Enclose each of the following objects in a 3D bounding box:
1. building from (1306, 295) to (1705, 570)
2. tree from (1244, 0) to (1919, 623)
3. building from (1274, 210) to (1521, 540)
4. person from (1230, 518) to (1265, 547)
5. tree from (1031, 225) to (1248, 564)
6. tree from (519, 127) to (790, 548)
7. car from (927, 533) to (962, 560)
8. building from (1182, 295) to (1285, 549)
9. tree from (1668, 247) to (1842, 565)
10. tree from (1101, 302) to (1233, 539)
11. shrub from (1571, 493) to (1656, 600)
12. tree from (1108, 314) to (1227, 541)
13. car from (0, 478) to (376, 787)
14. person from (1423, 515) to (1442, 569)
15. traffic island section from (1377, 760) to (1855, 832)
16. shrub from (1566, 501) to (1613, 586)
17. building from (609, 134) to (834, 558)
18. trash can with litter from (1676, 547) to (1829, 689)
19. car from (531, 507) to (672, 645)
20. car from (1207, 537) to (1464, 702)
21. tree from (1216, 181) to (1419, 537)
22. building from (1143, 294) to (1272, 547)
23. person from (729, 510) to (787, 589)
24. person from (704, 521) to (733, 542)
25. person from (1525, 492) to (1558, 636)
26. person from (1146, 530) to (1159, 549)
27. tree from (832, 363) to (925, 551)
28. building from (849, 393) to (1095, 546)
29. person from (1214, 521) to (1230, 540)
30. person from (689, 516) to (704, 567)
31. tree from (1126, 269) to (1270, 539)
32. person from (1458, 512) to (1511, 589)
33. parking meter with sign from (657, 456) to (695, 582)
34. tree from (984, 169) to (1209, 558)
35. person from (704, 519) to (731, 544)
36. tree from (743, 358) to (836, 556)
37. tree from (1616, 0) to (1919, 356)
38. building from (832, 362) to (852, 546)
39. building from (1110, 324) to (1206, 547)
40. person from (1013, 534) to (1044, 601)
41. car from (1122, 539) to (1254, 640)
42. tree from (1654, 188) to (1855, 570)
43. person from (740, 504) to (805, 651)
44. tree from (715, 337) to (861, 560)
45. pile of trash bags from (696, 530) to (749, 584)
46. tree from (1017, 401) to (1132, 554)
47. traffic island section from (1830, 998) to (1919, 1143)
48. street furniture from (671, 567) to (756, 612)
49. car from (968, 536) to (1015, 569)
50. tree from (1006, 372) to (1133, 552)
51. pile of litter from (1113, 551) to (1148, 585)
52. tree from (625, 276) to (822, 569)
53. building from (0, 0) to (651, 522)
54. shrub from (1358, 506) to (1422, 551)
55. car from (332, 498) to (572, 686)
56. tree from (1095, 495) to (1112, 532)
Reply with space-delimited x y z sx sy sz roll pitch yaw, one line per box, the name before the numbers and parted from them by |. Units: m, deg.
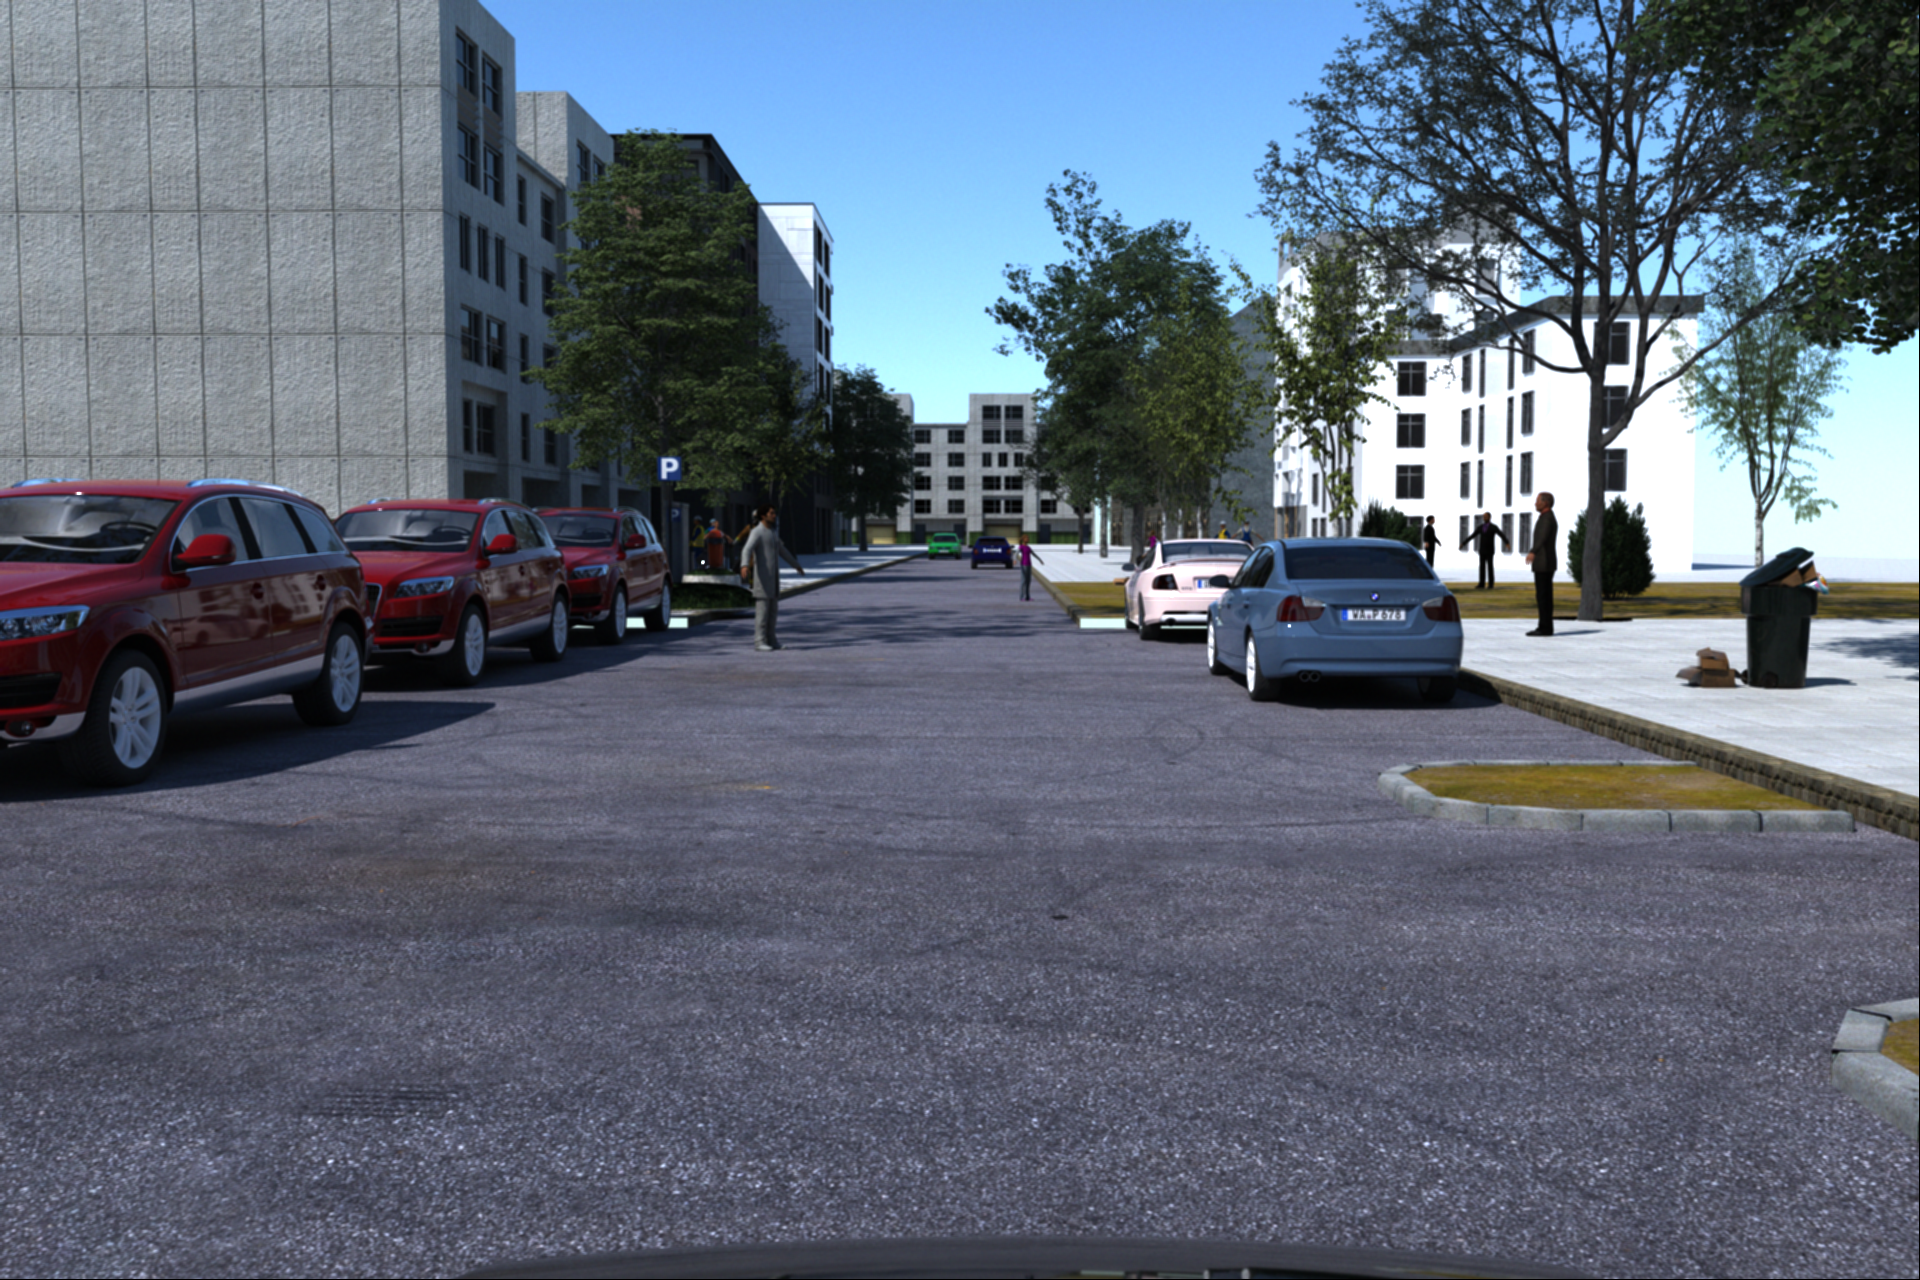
building | 21.923 -8.134 75.135 9.099 9.664 28.070 0 4 1
tree | 9.506 -7.030 25.311 12.009 13.543 11.850 0 3 0
building | 24.913 -15.388 108.007 16.016 20.090 11.380 0 4 1
person | 9.932 -3.314 60.037 1.347 1.847 0.705 1 4 9
tree | 7.620 -10.181 73.118 9.857 13.997 8.962 0 3 0
tree | -8.702 -8.030 49.424 7.486 12.596 7.792 0 3 0
car | -0.840 -5.458 98.038 1.959 1.807 4.718 0 4 2
building | 29.454 -19.403 148.174 19.493 23.208 18.063 0 4 1
tree | 20.616 -5.737 44.168 4.360 8.622 3.978 0 3 0
tree | 7.161 -6.365 54.423 4.360 8.622 3.978 0 3 0
shrub | 12.745 -1.817 33.752 1.661 2.075 1.752 0 3 0
tree | 6.747 -6.647 59.043 4.360 8.622 3.978 0 3 0
car | -5.652 -0.175 11.528 2.281 1.827 5.304 0 4 2
person | 13.151 -2.578 48.332 0.705 1.806 1.347 2 4 32
traffic island section | 3.330 0.828 9.336 1.991 0.108 1.994 0 4 2
shrub | 15.239 -2.273 41.210 1.661 2.075 1.752 0 3 0
building | -22.981 -15.977 105.193 27.936 21.610 32.646 0 4 1
trash can with litter | 6.613 -0.188 14.466 1.055 1.170 0.624 0 4 1
car | -5.366 -0.945 24.121 2.281 1.827 5.304 0 4 1
car | 3.382 -0.252 16.119 2.014 1.417 4.499 0 4 1
tree | 7.491 -5.193 35.270 4.737 8.622 4.395 0 3 0
building | 27.901 -20.554 166.989 19.493 23.208 18.063 0 4 1
person | -4.688 -2.101 40.113 1.354 1.858 0.705 -1 4 -13
person | -8.115 -3.135 58.064 1.217 1.733 0.721 -2 4 -32
person | 7.334 -0.957 21.827 0.705 1.807 1.348 2 4 26
person | 7.113 -3.306 63.323 0.599 1.433 0.991 -3 4 -36
tree | -7.133 -13.573 128.577 9.857 13.997 8.962 0 3 0
building | 1.152 -21.735 224.287 31.486 18.905 16.747 0 4 0
person | 9.837 -3.599 65.308 0.721 1.772 1.216 -2 4 -26
person | -7.893 -2.817 52.026 0.705 1.833 1.349 0 4 4
tree | 6.679 -5.970 47.978 4.737 8.622 4.395 0 3 0
person | 12.389 -2.114 40.792 0.704 1.802 1.346 -3 5 -42
parking meter with sign | -6.470 -2.661 39.766 0.543 3.016 1.738 0 4 3
tree | 6.424 -14.494 92.864 12.611 20.169 13.585 0 3 0
person | -8.672 -3.362 61.092 1.347 1.817 0.704 -3 5 -42
tree | -7.612 -7.516 73.245 4.737 8.622 4.395 0 3 0
tree | 9.402 -6.499 12.911 9.857 13.997 8.962 0 3 0
building | -21.292 -19.602 186.954 16.747 18.905 31.486 0 4 1
building | 26.071 -21.699 185.707 19.493 23.208 18.063 0 4 1
person | 1.452 -1.547 37.009 0.599 1.433 0.991 3 5 41
car | 3.384 -0.754 24.690 2.083 1.381 4.827 0 4 2
tree | 17.186 -5.293 36.900 4.360 8.622 3.978 0 3 0
person | -2.359 -0.778 21.360 0.705 1.806 1.347 2 4 26
tree | -8.128 -9.010 81.720 7.601 10.594 8.767 2 4 28
pile of trash bags | -6.017 -2.130 44.575 1.912 1.369 3.447 0 4 2
tree | 7.855 -10.903 112.680 8.767 10.594 7.601 0 4 3
traffic island section | 3.249 1.148 4.098 1.991 0.108 1.994 0 4 1
street furniture | -8.454 -0.915 30.582 10.072 0.657 5.734 0 4 -2
car | 1.314 -3.634 72.002 1.945 1.354 3.894 0 4 0
tree | 8.504 -13.041 123.591 12.009 13.543 11.850 0 3 0
pile of litter | 4.444 -1.821 43.740 1.176 0.858 1.719 0 4 0
tree | -8.594 -7.845 62.673 7.601 10.594 8.767 -1 4 -9
building | -24.047 -12.434 69.747 16.747 18.905 31.486 0 4 1
shrub | 11.307 -2.541 45.594 1.661 2.075 1.752 0 3 0
car | -5.531 -0.570 17.995 2.281 1.827 5.304 0 4 2
tree | 19.662 -16.419 218.804 4.360 8.622 3.978 0 3 0
